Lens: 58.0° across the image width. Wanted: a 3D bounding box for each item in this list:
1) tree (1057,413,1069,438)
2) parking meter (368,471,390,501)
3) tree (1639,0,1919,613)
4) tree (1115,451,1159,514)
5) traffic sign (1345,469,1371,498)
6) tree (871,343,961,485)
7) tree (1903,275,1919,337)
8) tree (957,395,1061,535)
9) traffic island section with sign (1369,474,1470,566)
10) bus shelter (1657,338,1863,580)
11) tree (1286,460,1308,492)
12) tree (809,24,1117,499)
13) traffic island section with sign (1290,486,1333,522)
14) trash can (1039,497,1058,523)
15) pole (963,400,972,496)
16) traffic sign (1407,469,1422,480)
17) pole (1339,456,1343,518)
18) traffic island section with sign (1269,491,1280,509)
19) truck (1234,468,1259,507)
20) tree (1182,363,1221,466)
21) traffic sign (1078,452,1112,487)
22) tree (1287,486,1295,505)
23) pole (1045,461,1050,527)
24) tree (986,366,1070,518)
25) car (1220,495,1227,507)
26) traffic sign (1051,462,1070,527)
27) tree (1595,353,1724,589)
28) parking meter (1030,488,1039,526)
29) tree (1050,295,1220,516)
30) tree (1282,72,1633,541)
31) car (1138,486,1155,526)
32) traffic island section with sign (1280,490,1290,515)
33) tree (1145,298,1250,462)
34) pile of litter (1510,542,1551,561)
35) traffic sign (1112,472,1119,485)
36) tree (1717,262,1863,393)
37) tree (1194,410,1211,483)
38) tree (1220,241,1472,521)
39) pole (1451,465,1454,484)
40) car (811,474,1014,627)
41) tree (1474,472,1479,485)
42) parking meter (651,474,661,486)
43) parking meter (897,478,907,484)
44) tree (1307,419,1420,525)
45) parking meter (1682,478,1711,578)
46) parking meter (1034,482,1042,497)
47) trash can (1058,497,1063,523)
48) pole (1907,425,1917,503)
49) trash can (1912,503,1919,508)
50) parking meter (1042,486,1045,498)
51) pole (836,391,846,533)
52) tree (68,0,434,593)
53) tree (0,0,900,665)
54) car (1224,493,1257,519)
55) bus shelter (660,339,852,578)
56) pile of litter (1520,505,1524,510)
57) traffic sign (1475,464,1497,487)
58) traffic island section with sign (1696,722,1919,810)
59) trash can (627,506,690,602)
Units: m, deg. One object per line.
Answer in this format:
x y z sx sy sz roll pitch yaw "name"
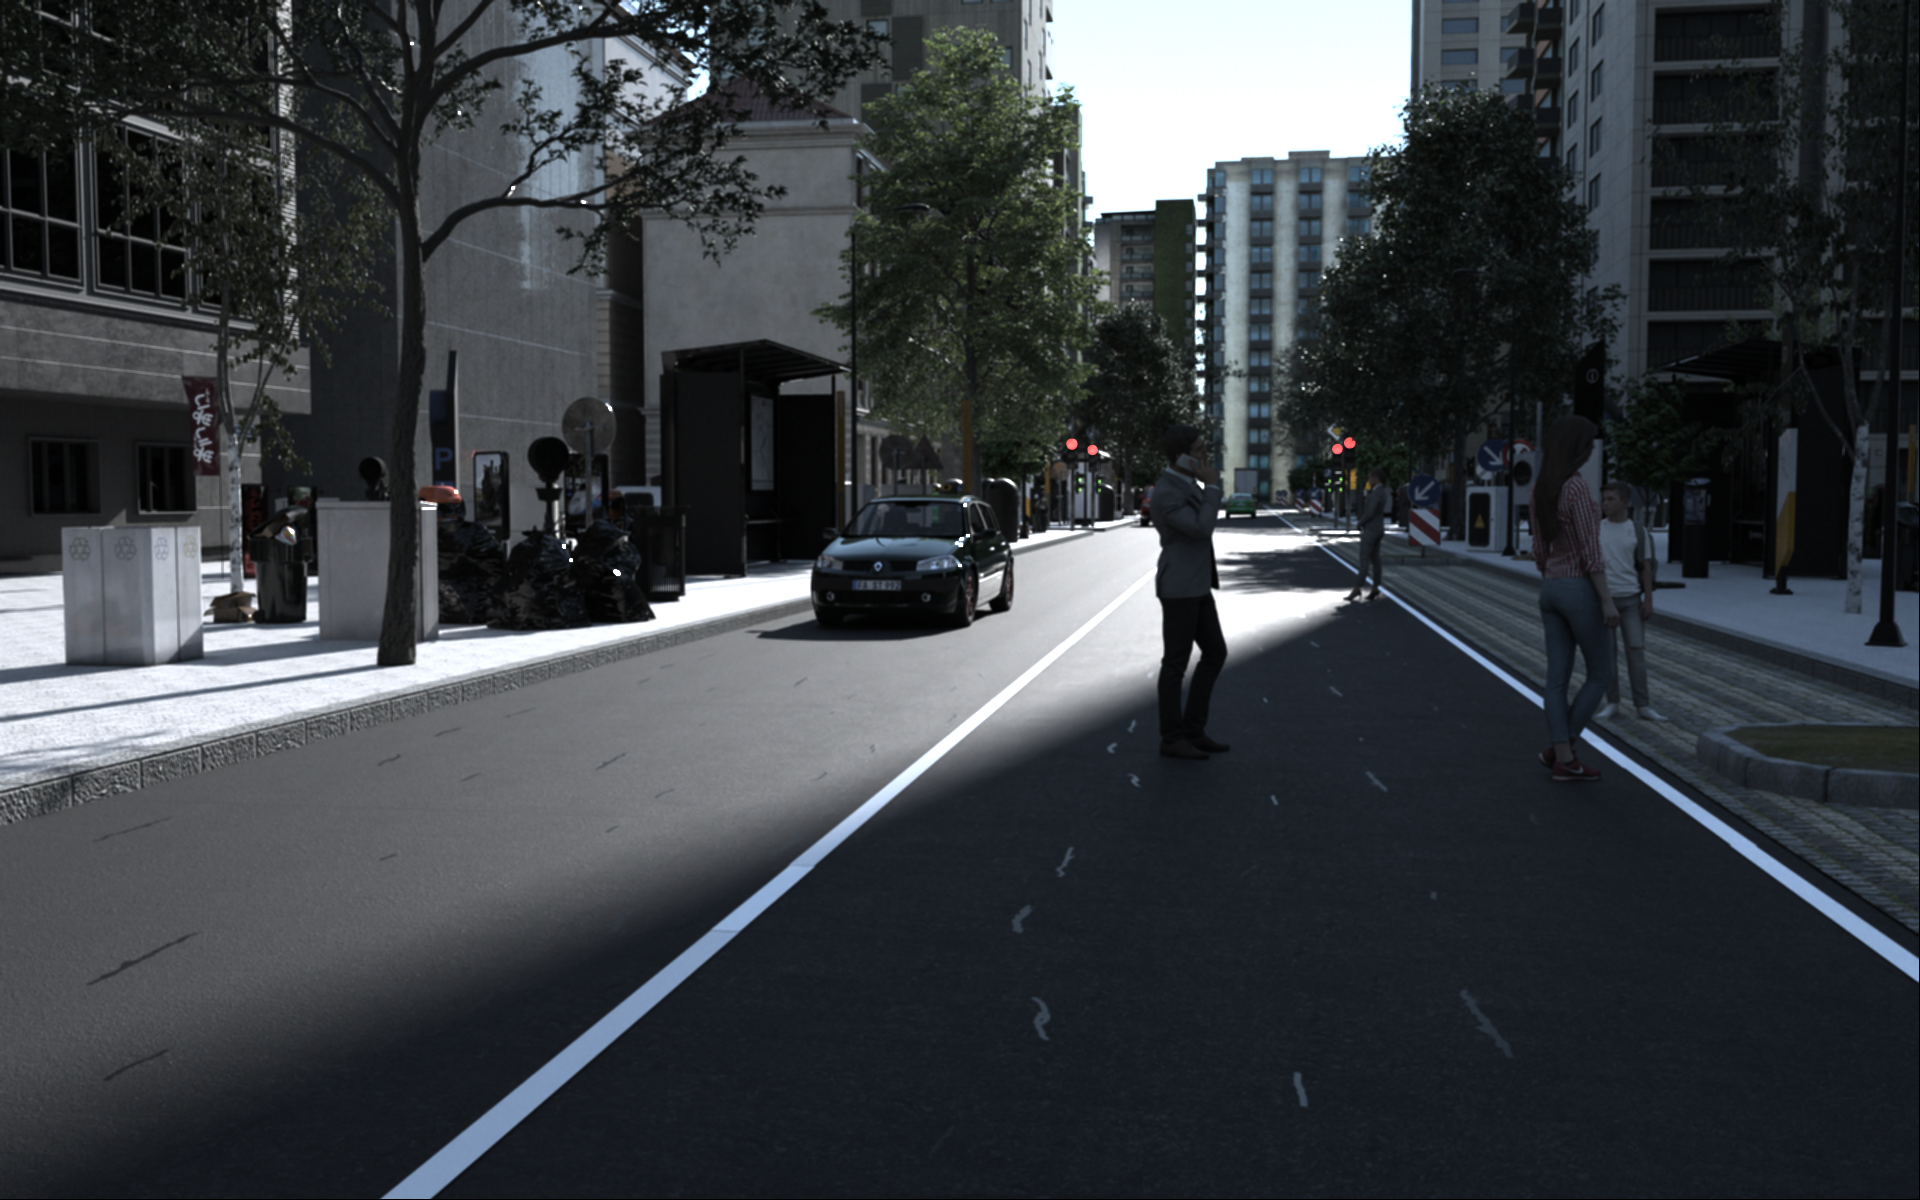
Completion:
9.480 -11.080 131.514 4.360 8.622 3.978 0 3 0 "tree"
-12.333 -1.900 36.782 0.399 1.863 0.255 1 4 13 "parking meter"
9.659 -4.177 18.654 4.360 8.622 3.978 0 3 0 "tree"
11.669 -7.871 112.412 4.285 4.588 4.351 0 3 0 "tree"
25.594 -7.123 110.332 2.265 3.308 0.079 1 4 19 "traffic sign"
-1.953 -7.726 76.684 4.737 8.622 4.395 0 3 0 "tree"
19.232 -4.913 30.689 4.737 8.622 4.395 0 3 0 "tree"
1.517 -4.337 54.626 4.285 4.588 4.351 0 3 0 "tree"
9.254 -1.627 35.230 1.989 1.847 2.006 1 4 9 "traffic island section with sign"
13.129 -2.305 28.964 1.731 3.624 6.357 1 4 9 "bus shelter"
27.453 -9.055 131.770 4.285 4.588 4.351 0 3 0 "tree"
0.102 -7.638 43.012 7.486 12.596 7.792 0 3 0 "tree"
18.343 -4.982 90.075 1.989 1.847 2.006 1 4 9 "traffic island section with sign"
3.705 -3.951 76.246 0.748 1.137 0.748 0 3 0 "trash can"
0.156 -2.680 37.657 0.158 3.312 0.155 0 3 0 "pole"
23.268 -5.417 88.678 0.768 2.556 0.104 1 4 14 "traffic sign"
20.508 -6.078 93.216 0.158 3.312 0.155 0 3 0 "pole"
30.953 -9.637 166.198 1.989 1.847 2.006 1 4 9 "traffic island section with sign"
31.892 -12.479 192.947 2.839 4.237 11.283 1 4 10 "truck"
15.872 -13.978 138.908 12.009 13.543 11.850 0 3 0 "tree"
6.326 -5.565 84.862 2.265 3.308 0.079 1 4 13 "traffic sign"
41.144 -13.345 212.785 1.663 3.219 1.824 0 3 0 "tree"
3.400 -4.488 67.214 0.158 3.312 0.155 0 3 0 "pole"
3.514 -8.687 92.389 4.737 8.622 4.395 0 3 0 "tree"
29.224 -11.247 196.250 2.083 1.381 4.827 0 4 8 "car"
3.922 -4.155 68.038 0.768 2.556 0.104 1 4 15 "traffic sign"
9.634 -1.791 23.890 1.663 3.219 1.824 0 3 0 "tree"
3.003 -3.748 69.684 0.372 1.533 0.369 0 3 0 "parking meter"
9.657 -11.207 100.244 9.611 12.733 9.660 0 3 0 "tree"
13.703 -7.982 47.507 9.611 12.733 9.660 0 3 0 "tree"
9.225 -4.260 78.316 2.281 1.827 5.304 0 4 8 "car"
22.755 -6.608 116.668 1.989 1.847 2.006 1 4 9 "traffic island section with sign"
21.501 -19.018 166.836 12.611 20.169 13.585 0 3 0 "tree"
11.418 -1.180 33.260 1.176 0.858 1.719 -2 4 -26 "pile of litter"
7.387 -5.122 84.927 0.795 2.450 0.064 1 4 10 "traffic sign"
25.542 -6.286 53.142 4.737 8.622 4.395 0 3 0 "tree"
23.438 -16.367 185.728 7.486 12.596 7.792 0 3 0 "tree"
19.301 -10.529 82.513 12.009 13.543 11.850 0 3 0 "tree"
34.563 -7.813 121.591 0.158 3.312 0.155 0 3 0 "pole"
-0.475 -0.629 20.072 2.009 1.686 4.222 1 4 11 "car"
35.313 -7.505 117.311 1.663 3.219 1.824 0 3 0 "tree"
-8.990 -2.801 51.514 0.399 1.863 0.255 2 4 26 "parking meter"
-2.111 -3.400 61.305 0.399 1.863 0.255 -2 4 -33 "parking meter"
17.523 -5.374 71.587 4.285 4.588 4.351 0 3 0 "tree"
11.286 -1.109 26.541 0.372 1.533 0.369 0 3 0 "parking meter"
3.791 -4.939 86.463 0.255 1.863 0.399 -1 4 -14 "parking meter"
4.344 -4.074 78.265 0.748 1.137 0.748 0 3 0 "trash can"
27.992 -3.494 50.967 0.158 3.312 0.155 0 3 0 "pole"
16.204 -1.050 28.828 0.748 1.137 0.748 0 3 0 "trash can"
6.073 -7.443 127.396 0.255 1.863 0.399 1 4 15 "parking meter"
-2.367 -2.481 34.407 0.158 3.312 0.155 0 3 0 "pole"
-8.930 -4.366 21.754 4.360 8.622 3.978 0 3 0 "tree"
-3.910 -4.795 12.810 7.601 10.594 8.767 -1 4 -17 "tree"
16.687 -5.757 102.926 1.959 1.807 4.718 1 4 9 "car"
-3.303 -2.337 29.495 1.731 3.624 6.357 1 4 9 "bus shelter"
31.724 -5.182 98.683 1.176 0.858 1.719 0 4 -8 "pile of litter"
19.471 -3.916 64.140 0.768 2.556 0.104 1 4 16 "traffic sign"
4.852 0.000 8.635 1.989 1.847 2.006 1 4 9 "traffic island section with sign"
-3.613 -0.561 20.819 0.748 1.137 0.748 0 3 0 "trash can"
